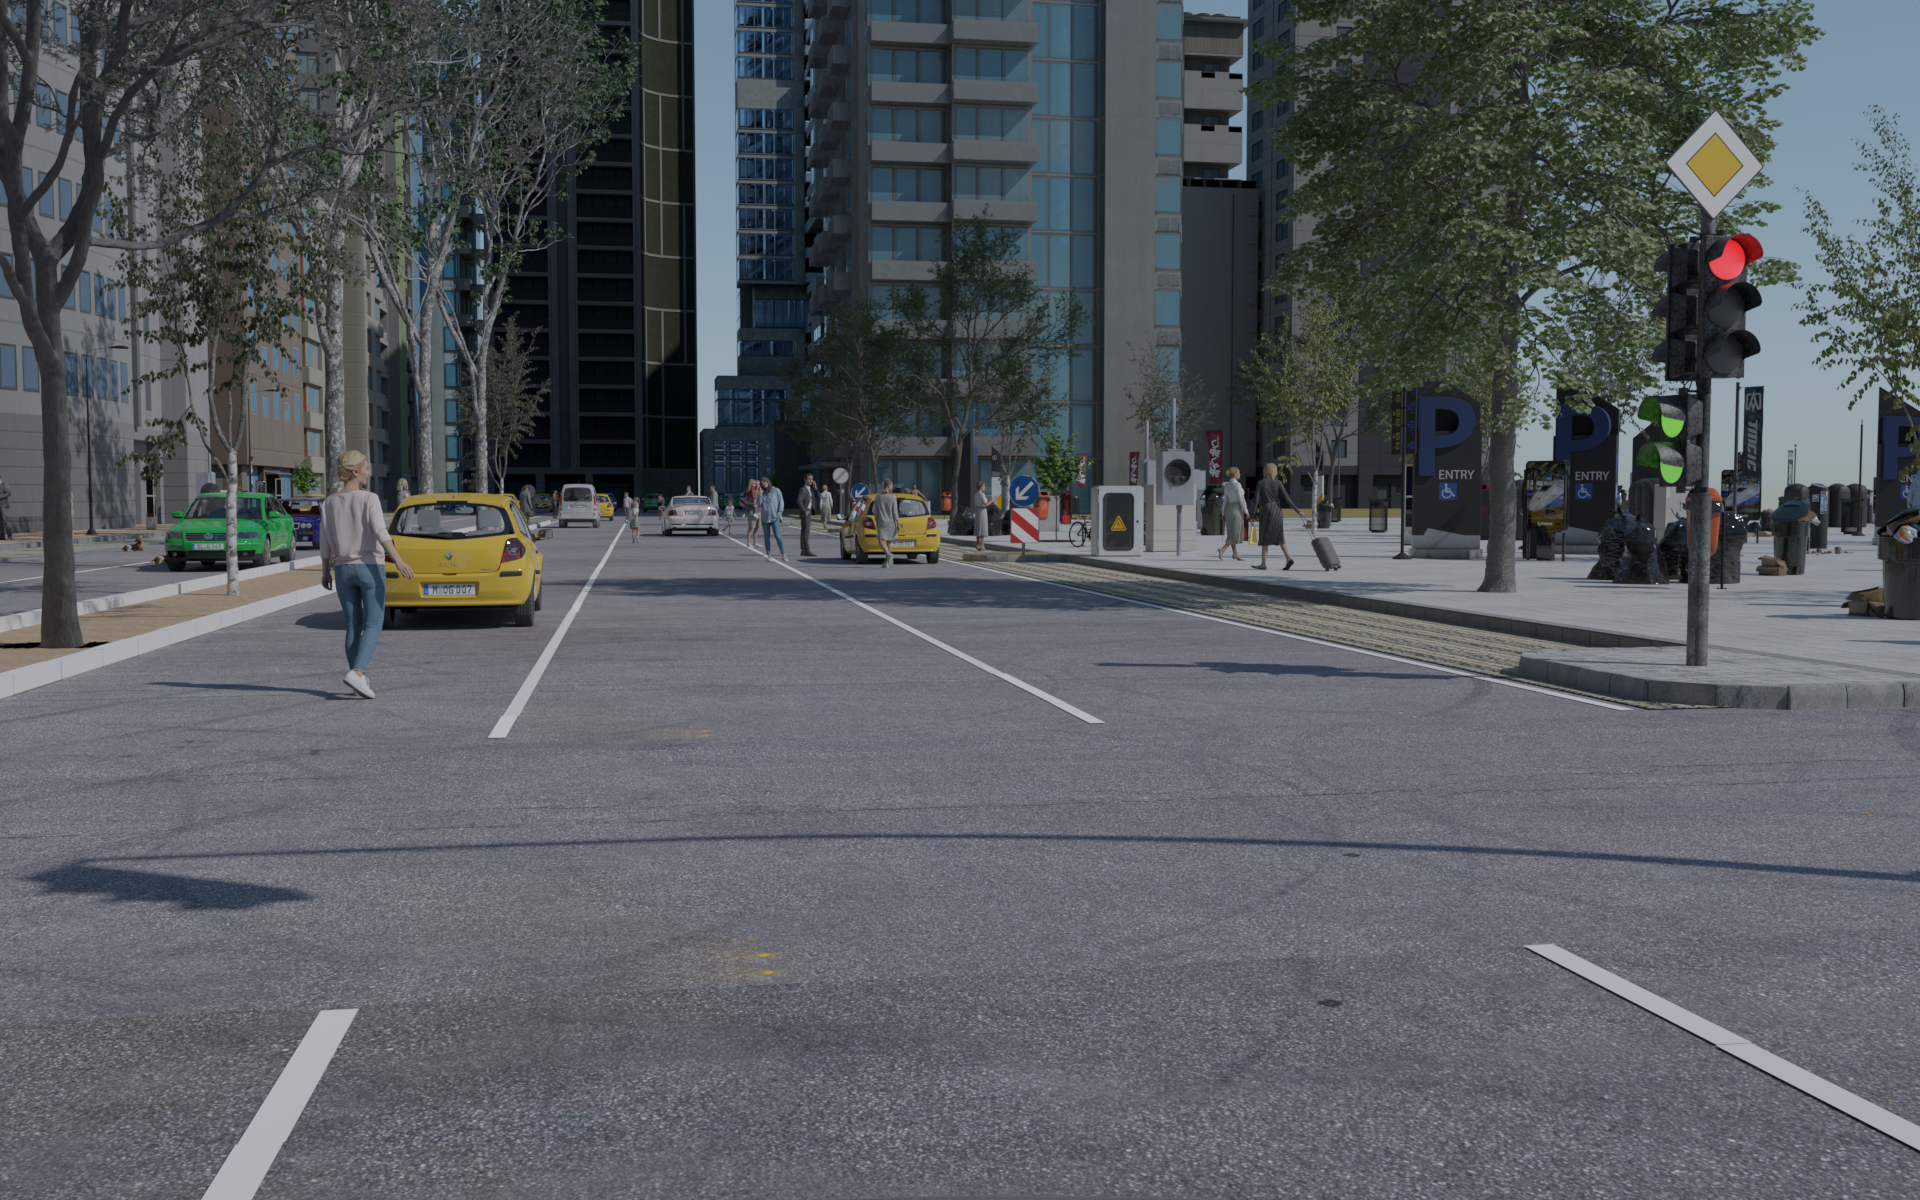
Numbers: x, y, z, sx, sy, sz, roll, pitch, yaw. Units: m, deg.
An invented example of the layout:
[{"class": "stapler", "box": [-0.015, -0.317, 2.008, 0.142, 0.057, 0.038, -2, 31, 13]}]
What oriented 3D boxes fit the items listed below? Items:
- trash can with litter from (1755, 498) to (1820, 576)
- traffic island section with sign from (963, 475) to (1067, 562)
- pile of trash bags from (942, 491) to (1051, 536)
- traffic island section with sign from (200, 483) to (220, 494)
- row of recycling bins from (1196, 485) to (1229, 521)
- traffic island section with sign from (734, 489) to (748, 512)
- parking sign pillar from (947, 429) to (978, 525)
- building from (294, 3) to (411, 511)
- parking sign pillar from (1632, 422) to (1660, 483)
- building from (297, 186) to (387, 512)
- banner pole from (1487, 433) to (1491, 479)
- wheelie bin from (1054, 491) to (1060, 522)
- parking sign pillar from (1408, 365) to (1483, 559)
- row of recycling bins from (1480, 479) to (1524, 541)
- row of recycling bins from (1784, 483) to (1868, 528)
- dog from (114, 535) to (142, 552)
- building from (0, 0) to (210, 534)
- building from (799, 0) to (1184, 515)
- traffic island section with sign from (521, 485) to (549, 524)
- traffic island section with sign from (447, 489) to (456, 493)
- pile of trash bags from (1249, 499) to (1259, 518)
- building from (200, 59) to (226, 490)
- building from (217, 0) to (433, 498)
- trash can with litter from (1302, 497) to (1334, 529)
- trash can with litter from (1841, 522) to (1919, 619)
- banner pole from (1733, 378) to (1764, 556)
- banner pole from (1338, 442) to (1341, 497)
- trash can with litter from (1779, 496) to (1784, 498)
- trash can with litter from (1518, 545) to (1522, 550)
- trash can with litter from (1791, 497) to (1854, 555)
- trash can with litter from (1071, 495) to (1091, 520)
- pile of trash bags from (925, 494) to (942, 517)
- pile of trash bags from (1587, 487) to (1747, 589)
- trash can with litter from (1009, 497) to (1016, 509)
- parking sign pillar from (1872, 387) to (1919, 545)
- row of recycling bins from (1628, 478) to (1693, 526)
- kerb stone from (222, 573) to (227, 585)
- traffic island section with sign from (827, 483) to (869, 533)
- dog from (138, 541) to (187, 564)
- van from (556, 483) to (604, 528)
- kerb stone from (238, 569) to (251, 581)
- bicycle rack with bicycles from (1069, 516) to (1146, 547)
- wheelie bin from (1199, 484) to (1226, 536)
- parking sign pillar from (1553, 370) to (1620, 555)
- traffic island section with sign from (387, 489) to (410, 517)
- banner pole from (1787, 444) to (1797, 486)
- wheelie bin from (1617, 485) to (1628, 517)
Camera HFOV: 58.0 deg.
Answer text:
[{"class": "trash can with litter", "box": [13.067, -0.978, 27.376, 1.055, 1.170, 0.624, -3, 5, -41]}, {"class": "traffic island section with sign", "box": [1.111, -1.745, 37.163, 1.989, 1.847, 2.006, -1, 4, -10]}, {"class": "pile of trash bags", "box": [1.449, -2.709, 54.045, 3.447, 1.369, 1.912, -3, 4, -39]}, {"class": "traffic island section with sign", "box": [-25.942, -3.130, 59.795, 1.989, 1.847, 2.006, -1, 4, -10]}, {"class": "row of recycling bins", "box": [11.362, -4.614, 82.555, 3.534, 1.692, 1.069, 3, 5, 43]}, {"class": "traffic island section with sign", "box": [-17.643, -8.009, 139.577, 1.989, 1.847, 2.006, -1, 4, -10]}, {"class": "parking sign pillar", "box": [0.185, -5.114, 72.080, 1.447, 3.967, 1.447, -3, 4, -39]}, {"class": "building", "box": [-49.827, -27.311, 130.129, 14.154, 41.232, 14.086, -1, 4, -10]}, {"class": "parking sign pillar", "box": [22.368, -4.123, 55.884, 1.447, 3.967, 1.447, -2, 4, -33]}, {"class": "building", "box": [-52.478, -16.089, 108.093, 27.650, 21.520, 28.899, -1, 4, -10]}, {"class": "banner pole", "box": [19.487, -4.467, 63.057, 0.863, 3.779, 0.401, -2, 4, -30]}, {"class": "wheelie bin", "box": [4.517, -4.311, 78.388, 0.980, 1.594, 0.693, -2, 4, -29]}, {"class": "parking sign pillar", "box": [9.755, -2.827, 34.692, 1.447, 3.967, 1.447, 1, 4, 9]}, {"class": "row of recycling bins", "box": [14.343, -2.539, 48.632, 3.534, 1.692, 1.069, 2, 4, 27]}, {"class": "row of recycling bins", "box": [33.270, -3.631, 66.478, 3.534, 1.692, 1.069, -1, 4, -15]}, {"class": "dog", "box": [-20.773, -1.420, 43.415, 0.748, 0.427, 0.550, -1, 4, -15]}, {"class": "building", "box": [-41.699, -31.748, 61.080, 21.231, 58.520, 28.212, -1, 4, -10]}, {"class": "building", "box": [1.598, -30.443, 117.354, 23.786, 49.044, 30.456, -1, 4, -10]}, {"class": "traffic island section with sign", "box": [-21.011, -4.650, 84.161, 2.006, 1.907, 1.989, -1, 4, -10]}, {"class": "traffic island section with sign", "box": [-39.838, -7.774, 135.735, 1.989, 1.847, 2.006, -1, 4, -10]}, {"class": "pile of trash bags", "box": [13.401, -4.781, 87.921, 3.447, 1.369, 1.912, -1, 4, -23]}, {"class": "building", "box": [-42.089, -26.735, 87.222, 14.600, 45.320, 14.200, -1, 4, -10]}, {"class": "building", "box": [-53.222, -30.379, 146.813, 14.200, 45.320, 14.600, -1, 4, -10]}, {"class": "trash can with litter", "box": [13.234, -3.219, 64.018, 1.055, 1.170, 0.624, 0, 4, -5]}, {"class": "trash can with litter", "box": [9.612, -0.402, 17.953, 0.624, 1.170, 1.055, -1, 4, -16]}, {"class": "banner pole", "box": [16.127, -2.786, 35.565, 0.401, 3.779, 0.863, -2, 4, -27]}, {"class": "banner pole", "box": [17.868, -5.610, 81.738, 0.401, 3.779, 0.863, 1, 4, 10]}, {"class": "trash can with litter", "box": [42.234, -4.723, 88.609, 0.624, 1.170, 1.055, 1, 4, 15]}, {"class": "trash can with litter", "box": [13.348, -1.776, 40.103, 2.233, 1.210, 1.678, 1, 4, 12]}, {"class": "trash can with litter", "box": [18.448, -1.603, 37.264, 2.233, 1.210, 1.678, -1, 4, -19]}, {"class": "trash can with litter", "box": [5.972, -4.597, 86.219, 2.233, 1.210, 1.678, 3, 5, 44]}, {"class": "pile of trash bags", "box": [-1.978, -4.718, 86.895, 3.447, 1.369, 1.912, -2, 4, -24]}, {"class": "pile of trash bags", "box": [10.273, -0.921, 24.811, 1.912, 1.369, 3.447, 0, 4, 8]}, {"class": "trash can with litter", "box": [1.955, -4.165, 79.151, 2.233, 1.210, 1.678, -1, 4, -15]}, {"class": "parking sign pillar", "box": [23.655, -3.351, 43.265, 1.447, 3.967, 1.447, 1, 4, 17]}, {"class": "row of recycling bins", "box": [18.122, -2.315, 44.958, 1.069, 1.692, 3.534, 0, 4, 7]}, {"class": "kerb stone", "box": [-11.711, -0.327, 27.546, 0.120, 0.150, 1.000, -1, 4, -10]}, {"class": "traffic island section with sign", "box": [-3.907, -3.418, 64.513, 1.989, 1.847, 2.006, -1, 4, -10]}, {"class": "dog", "box": [-16.404, -0.950, 35.720, 0.748, 0.427, 0.550, -1, 4, -8]}, {"class": "van", "box": [-16.326, -4.119, 74.349, 2.013, 2.044, 4.112, -1, 4, -10]}, {"class": "kerb stone", "box": [-11.902, -0.389, 28.550, 0.120, 0.150, 1.000, -1, 4, -10]}, {"class": "bicycle rack with bicycles", "box": [3.962, -1.743, 41.887, 2.925, 0.926, 2.852, -1, 4, -23]}, {"class": "wheelie bin", "box": [7.904, -2.799, 53.677, 0.980, 1.594, 0.693, -3, 4, -36]}, {"class": "parking sign pillar", "box": [13.447, -2.982, 37.226, 1.447, 3.967, 1.447, 2, 4, 28]}, {"class": "traffic island section with sign", "box": [-34.942, -6.141, 109.032, 1.989, 1.847, 2.006, -1, 4, -10]}, {"class": "banner pole", "box": [41.794, -5.933, 87.019, 0.863, 3.779, 0.401, -2, 4, -32]}, {"class": "wheelie bin", "box": [23.567, -3.322, 62.221, 0.693, 1.594, 0.980, -1, 4, -14]}]
